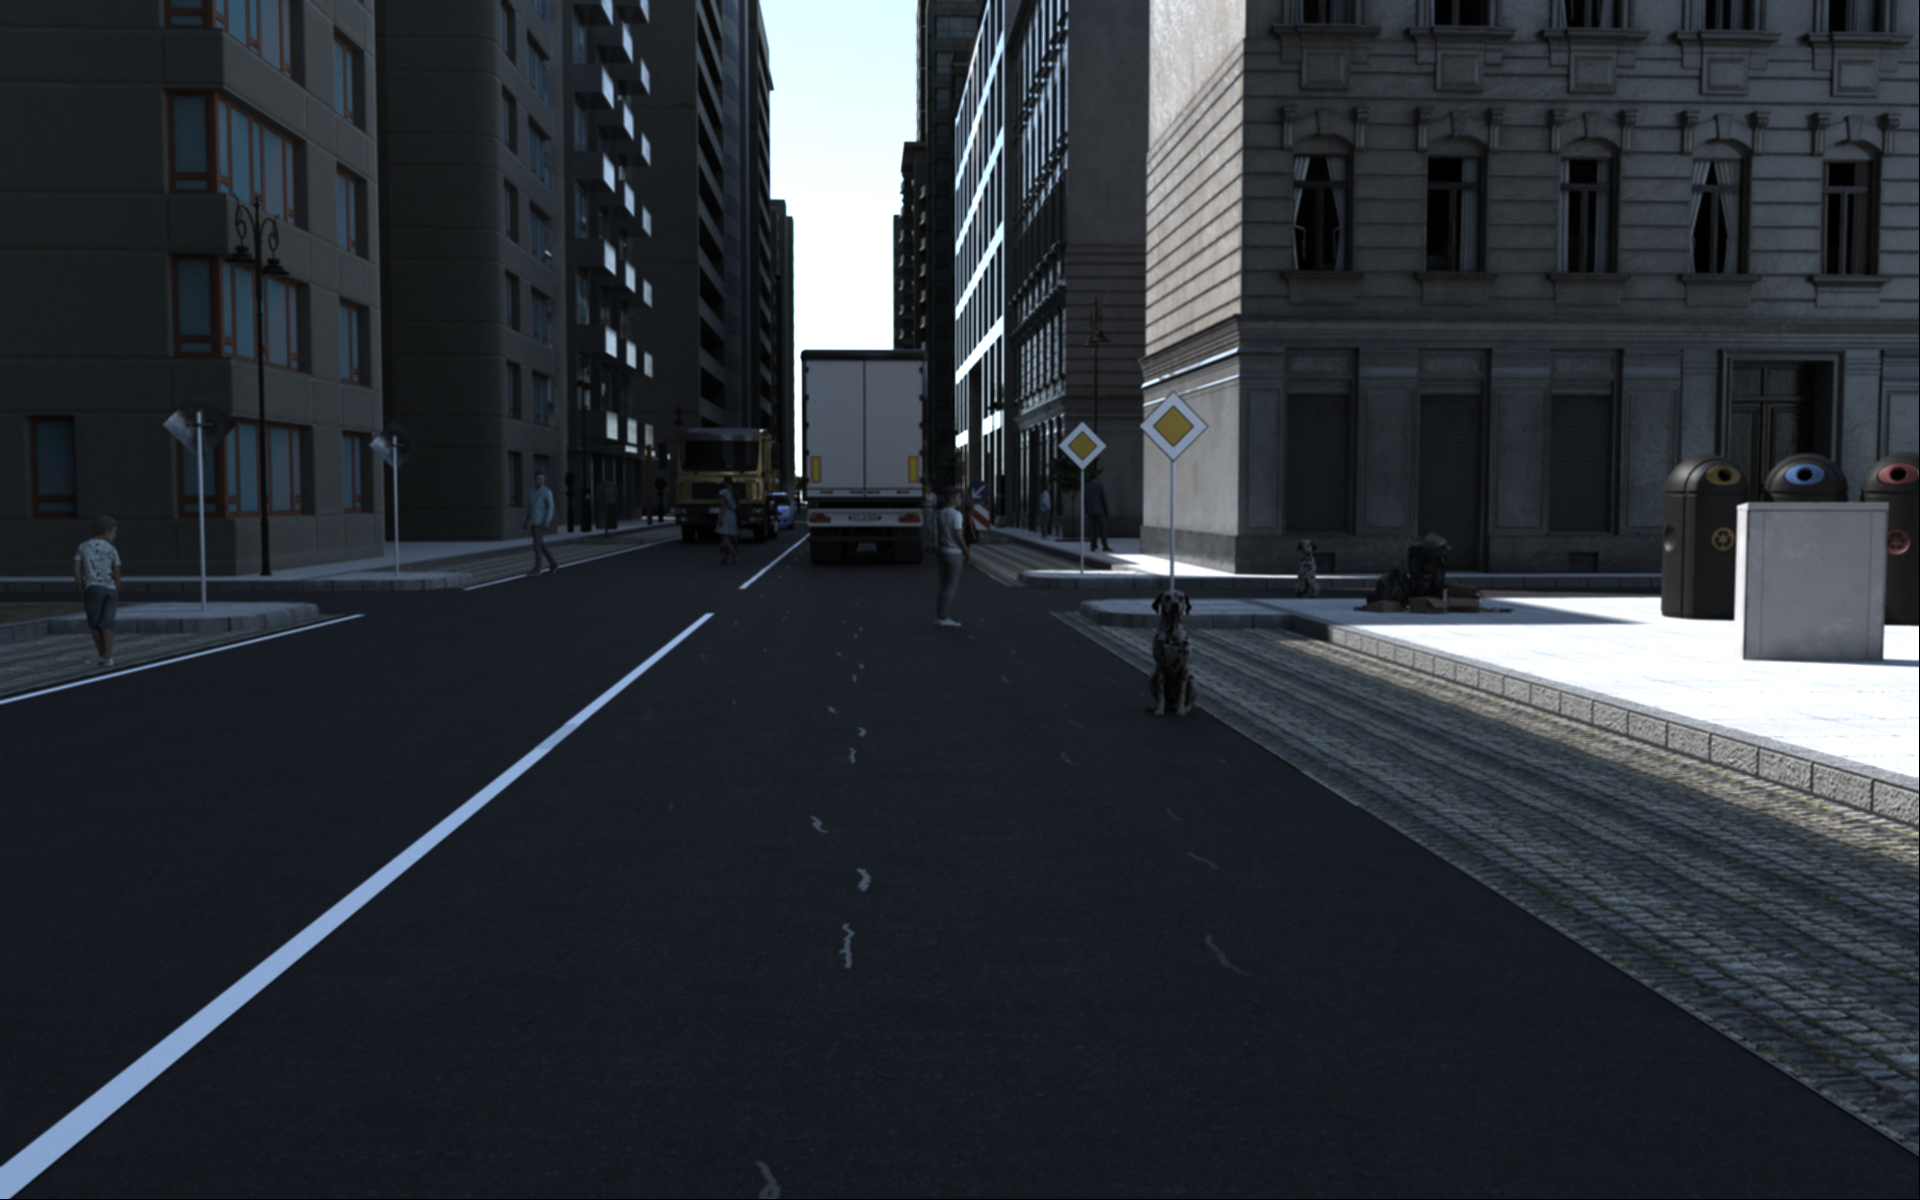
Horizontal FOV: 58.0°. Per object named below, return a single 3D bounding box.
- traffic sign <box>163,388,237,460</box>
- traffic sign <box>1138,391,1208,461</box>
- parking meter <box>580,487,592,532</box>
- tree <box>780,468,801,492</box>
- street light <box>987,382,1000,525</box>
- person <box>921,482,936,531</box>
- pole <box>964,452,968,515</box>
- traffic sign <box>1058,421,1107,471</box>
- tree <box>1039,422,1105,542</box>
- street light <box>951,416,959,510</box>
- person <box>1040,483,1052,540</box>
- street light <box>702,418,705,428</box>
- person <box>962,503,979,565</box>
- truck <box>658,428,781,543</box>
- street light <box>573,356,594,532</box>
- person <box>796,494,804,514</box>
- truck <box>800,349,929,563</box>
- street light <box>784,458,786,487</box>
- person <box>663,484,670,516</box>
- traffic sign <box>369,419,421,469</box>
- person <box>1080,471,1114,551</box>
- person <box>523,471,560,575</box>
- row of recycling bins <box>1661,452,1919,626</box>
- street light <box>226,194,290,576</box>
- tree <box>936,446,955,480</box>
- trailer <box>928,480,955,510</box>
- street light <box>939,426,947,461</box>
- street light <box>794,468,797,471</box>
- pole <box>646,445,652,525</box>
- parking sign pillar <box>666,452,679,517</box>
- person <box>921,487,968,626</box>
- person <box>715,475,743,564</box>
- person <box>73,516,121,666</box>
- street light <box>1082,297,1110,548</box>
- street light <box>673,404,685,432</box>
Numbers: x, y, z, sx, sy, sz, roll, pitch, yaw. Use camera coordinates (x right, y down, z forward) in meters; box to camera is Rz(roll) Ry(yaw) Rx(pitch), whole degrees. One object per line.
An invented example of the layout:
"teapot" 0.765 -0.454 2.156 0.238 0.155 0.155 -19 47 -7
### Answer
"traffic sign" -8.345 -1.030 19.029 0.795 2.593 0.064 0 4 -3
"traffic sign" 2.432 -1.067 19.633 0.795 2.593 0.064 0 4 -3
"parking meter" -12.844 -3.121 59.441 0.372 1.533 0.369 0 3 0
"tree" -19.558 -11.812 176.842 4.285 4.588 4.351 0 3 0
"street light" 1.368 -6.040 71.535 0.468 5.910 1.993 0 4 -3
"person" -0.896 -2.311 46.863 0.480 1.755 0.524 1 4 10
"pole" 0.281 -5.550 84.590 0.158 3.312 0.155 0 3 0
"traffic sign" 1.969 -1.554 27.604 0.795 2.593 0.064 0 4 -3
"tree" 3.116 -3.201 46.936 1.663 3.219 1.824 0 3 0
"street light" -0.255 -7.922 102.312 0.468 5.910 1.993 0 4 -3
"person" 2.431 -2.509 48.874 0.330 1.601 0.589 0 4 2
"street light" -15.318 -7.994 103.486 0.468 5.910 1.993 0 4 -3
"person" 0.212 -1.345 35.166 0.373 1.253 0.362 -1 4 -8
"truck" -7.055 -3.500 53.146 3.469 3.379 9.791 0 4 -3
"street light" -12.551 -5.202 57.841 0.468 5.910 1.993 0 4 -3
"person" -11.817 -7.059 127.182 0.557 1.426 1.065 2 4 26
"truck" -2.059 -3.072 39.133 2.839 4.237 11.283 0 4 -2
"street light" -22.053 -15.015 218.275 0.468 5.910 1.993 0 4 -3
"person" -17.084 -5.861 101.670 0.447 1.846 0.655 2 4 29
"traffic sign" -8.808 -1.517 27.001 0.795 2.593 0.064 0 4 -3
"person" 3.065 -1.997 38.878 0.721 1.800 0.419 1 4 15
"person" -7.398 -1.369 30.742 0.748 1.841 0.638 -3 5 -41
"row of recycling bins" 8.956 -0.632 17.439 3.534 1.692 1.069 2 4 29
"street light" -10.917 -3.320 27.065 0.468 5.910 1.993 0 4 -3
"tree" 0.050 -7.474 105.906 4.285 4.588 4.351 0 3 0
"trailer" -0.809 -3.928 71.270 1.471 1.999 3.904 0 4 -4
"street light" -1.139 -8.733 115.574 0.468 5.910 1.993 0 4 -3
"street light" -23.726 -16.897 249.049 0.468 5.910 1.993 0 4 -3
"pole" -12.871 -4.765 71.746 0.158 3.312 0.155 0 3 0
"parking sign pillar" -16.021 -6.735 98.583 1.447 3.967 1.447 -3 4 -37
"person" -0.148 -0.470 18.780 0.503 1.515 0.523 1 4 18
"person" -4.690 -1.642 35.437 0.616 1.811 0.778 -3 4 -36
"person" -7.165 -0.074 14.396 0.332 1.250 0.352 0 4 6
"street light" 3.187 -4.158 40.770 0.468 5.910 1.993 0 4 -3
"street light" -14.360 -7.084 88.607 0.468 5.910 1.993 0 4 -3
